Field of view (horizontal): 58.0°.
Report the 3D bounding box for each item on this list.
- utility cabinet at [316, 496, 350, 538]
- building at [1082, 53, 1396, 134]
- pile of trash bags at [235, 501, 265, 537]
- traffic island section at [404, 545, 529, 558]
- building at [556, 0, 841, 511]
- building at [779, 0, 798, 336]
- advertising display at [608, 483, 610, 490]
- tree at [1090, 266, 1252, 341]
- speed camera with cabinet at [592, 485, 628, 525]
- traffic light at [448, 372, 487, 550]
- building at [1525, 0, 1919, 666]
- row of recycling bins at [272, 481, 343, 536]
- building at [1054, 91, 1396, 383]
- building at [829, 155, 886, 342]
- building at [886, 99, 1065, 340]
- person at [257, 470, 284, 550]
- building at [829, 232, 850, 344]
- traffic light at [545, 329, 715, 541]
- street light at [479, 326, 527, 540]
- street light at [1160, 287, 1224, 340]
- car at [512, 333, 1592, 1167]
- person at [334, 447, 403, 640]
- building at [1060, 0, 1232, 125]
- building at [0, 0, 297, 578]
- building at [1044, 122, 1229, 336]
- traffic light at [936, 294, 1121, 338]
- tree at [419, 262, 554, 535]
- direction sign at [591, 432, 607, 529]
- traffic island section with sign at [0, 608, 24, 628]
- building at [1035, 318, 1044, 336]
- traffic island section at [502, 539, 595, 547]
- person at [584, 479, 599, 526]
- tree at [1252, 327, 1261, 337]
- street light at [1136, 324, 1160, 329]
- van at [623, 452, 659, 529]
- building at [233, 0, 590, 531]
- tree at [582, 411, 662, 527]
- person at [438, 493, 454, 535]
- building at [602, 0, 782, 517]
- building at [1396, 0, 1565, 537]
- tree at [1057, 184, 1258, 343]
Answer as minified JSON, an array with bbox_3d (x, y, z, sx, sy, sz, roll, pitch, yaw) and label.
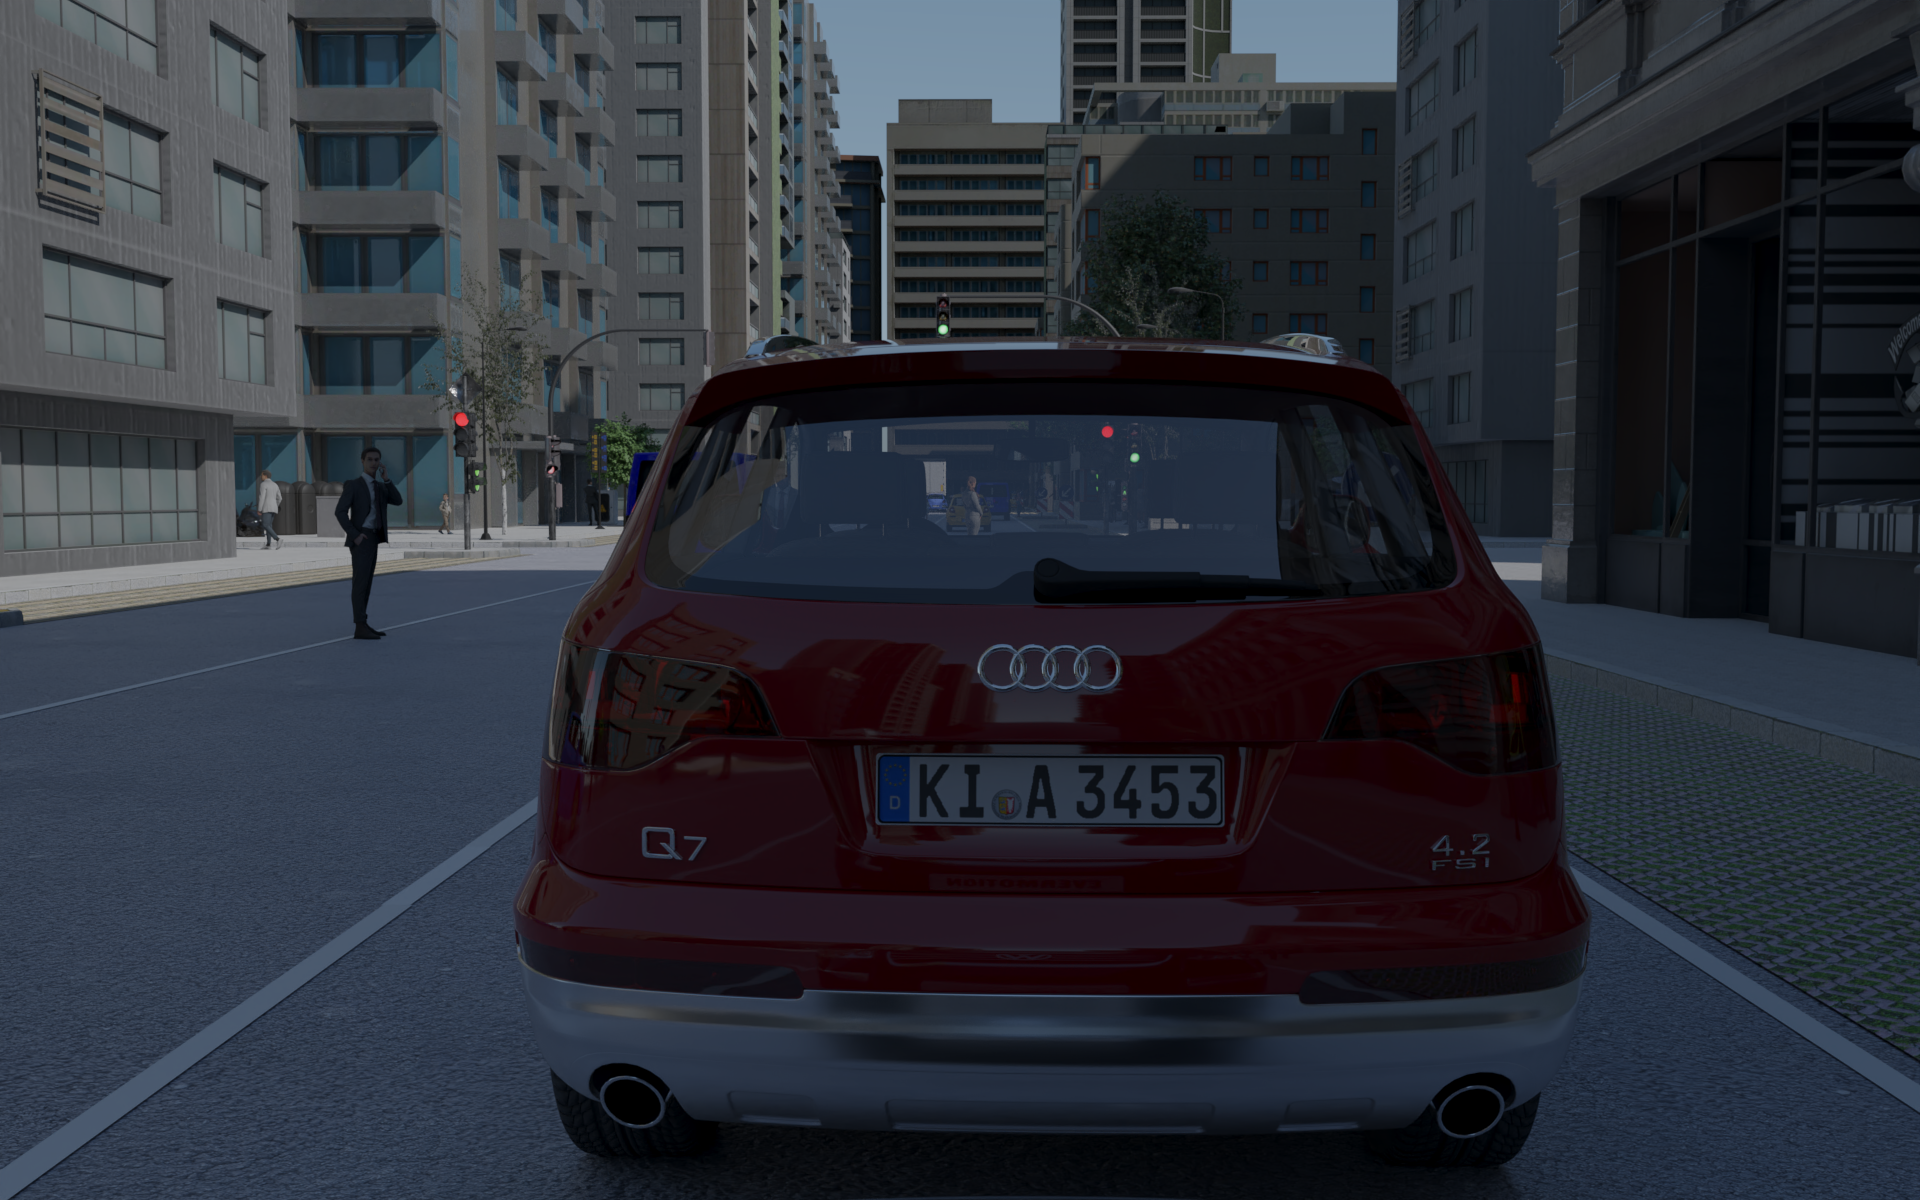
[{"bbox_3d":[-18.481,-2.443,51.104,1.020,1.237,0.306,1,4,21],"label":"utility cabinet"},{"bbox_3d":[23.694,-28.460,157.197,32.217,40.220,23.993,0,4,1],"label":"building"},{"bbox_3d":[-22.384,-2.515,50.865,1.912,1.369,3.447,3,5,40],"label":"pile of trash bags"},{"bbox_3d":[-11.367,-1.079,39.917,2.009,0.180,2.903,0,4,1],"label":"traffic island section"},{"bbox_3d":[-23.350,-33.593,168.860,23.786,49.044,30.456,0,4,1],"label":"building"},{"bbox_3d":[-23.661,-50.400,136.708,22.319,86.520,31.000,0,4,1],"label":"building"},{"bbox_3d":[-19.504,-5.441,94.176,0.974,1.923,0.123,-2,4,-27],"label":"advertising display"},{"bbox_3d":[6.159,-6.403,55.047,4.360,8.622,3.978,0,3,0],"label":"tree"},{"bbox_3d":[-14.364,-4.780,72.496,2.038,3.252,0.660,0,4,4],"label":"speed camera with cabinet"},{"bbox_3d":[-11.327,-3.111,39.782,0.839,4.253,0.868,0,4,1],"label":"traffic light"},{"bbox_3d":[11.521,-10.290,19.150,10.553,20.767,40.483,0,4,1],"label":"building"},{"bbox_3d":[-20.679,-2.936,55.124,1.069,1.692,3.534,1,4,18],"label":"row of recycling bins"},{"bbox_3d":[19.788,-15.463,97.867,27.650,21.520,28.899,0,4,1],"label":"building"},{"bbox_3d":[-24.050,-34.393,216.952,28.867,44.769,22.147,0,4,1],"label":"building"},{"bbox_3d":[1.921,-36.229,216.046,21.600,48.544,21.300,0,4,1],"label":"building"},{"bbox_3d":[-15.873,-2.082,39.936,0.795,1.843,0.661,1,4,19],"label":"person"},{"bbox_3d":[-19.317,-25.711,192.079,14.107,30.474,14.160,0,4,1],"label":"building"},{"bbox_3d":[-9.157,-4.472,47.782,4.771,5.953,1.251,0,4,1],"label":"traffic light"},{"bbox_3d":[-12.692,-4.624,48.150,1.470,5.913,1.316,0,4,1],"label":"street light"},{"bbox_3d":[5.369,-4.070,39.091,1.470,5.913,1.316,0,4,1],"label":"street light"},{"bbox_3d":[0.224,0.208,5.264,2.281,1.827,5.304,0,4,2],"label":"car"},{"bbox_3d":[-5.890,-0.579,17.331,0.474,1.900,0.648,1,4,11],"label":"person"},{"bbox_3d":[23.041,-47.510,215.042,20.611,71.187,20.563,0,4,1],"label":"building"},{"bbox_3d":[-20.666,-21.232,30.736,14.086,41.232,14.154,0,4,1],"label":"building"},{"bbox_3d":[13.649,-22.439,138.576,14.160,30.474,14.107,0,4,1],"label":"building"},{"bbox_3d":[1.841,-3.967,39.529,4.771,5.953,1.251,0,4,1],"label":"traffic light"},{"bbox_3d":[-14.487,-6.343,54.064,4.360,8.622,3.978,0,3,0],"label":"tree"},{"bbox_3d":[-13.162,-4.356,63.210,0.379,3.537,0.876,2,4,27],"label":"direction sign"},{"bbox_3d":[-11.246,-0.601,18.460,1.989,1.847,2.006,0,4,1],"label":"traffic island section with sign"},{"bbox_3d":[21.599,-20.763,184.521,27.650,21.520,28.899,0,4,1],"label":"building"},{"bbox_3d":[-11.289,-1.567,47.902,2.009,0.180,2.903,0,4,1],"label":"traffic island section"},{"bbox_3d":[-15.021,-3.991,70.659,0.648,1.900,0.474,-1,4,-12],"label":"person"},{"bbox_3d":[11.364,-7.460,72.330,4.360,8.622,3.978,0,3,0],"label":"tree"},{"bbox_3d":[5.526,-4.586,47.529,1.470,5.913,1.316,0,4,1],"label":"street light"},{"bbox_3d":[-3.929,-1.413,27.488,2.240,2.365,5.245,0,3,0],"label":"van"},{"bbox_3d":[-27.290,-27.701,72.518,23.786,49.044,30.456,0,4,1],"label":"building"},{"bbox_3d":[-13.226,-5.170,68.249,4.285,4.588,4.351,0,3,0],"label":"tree"},{"bbox_3d":[-16.342,-2.737,55.069,0.640,1.303,0.475,1,4,20],"label":"person"},{"bbox_3d":[-18.375,-25.645,102.885,14.154,41.232,14.086,0,4,1],"label":"building"},{"bbox_3d":[22.050,-22.611,53.291,14.086,41.232,14.154,0,4,1],"label":"building"},{"bbox_3d":[7.166,-9.016,64.420,9.611,12.733,9.660,0,3,0],"label":"tree"}]
